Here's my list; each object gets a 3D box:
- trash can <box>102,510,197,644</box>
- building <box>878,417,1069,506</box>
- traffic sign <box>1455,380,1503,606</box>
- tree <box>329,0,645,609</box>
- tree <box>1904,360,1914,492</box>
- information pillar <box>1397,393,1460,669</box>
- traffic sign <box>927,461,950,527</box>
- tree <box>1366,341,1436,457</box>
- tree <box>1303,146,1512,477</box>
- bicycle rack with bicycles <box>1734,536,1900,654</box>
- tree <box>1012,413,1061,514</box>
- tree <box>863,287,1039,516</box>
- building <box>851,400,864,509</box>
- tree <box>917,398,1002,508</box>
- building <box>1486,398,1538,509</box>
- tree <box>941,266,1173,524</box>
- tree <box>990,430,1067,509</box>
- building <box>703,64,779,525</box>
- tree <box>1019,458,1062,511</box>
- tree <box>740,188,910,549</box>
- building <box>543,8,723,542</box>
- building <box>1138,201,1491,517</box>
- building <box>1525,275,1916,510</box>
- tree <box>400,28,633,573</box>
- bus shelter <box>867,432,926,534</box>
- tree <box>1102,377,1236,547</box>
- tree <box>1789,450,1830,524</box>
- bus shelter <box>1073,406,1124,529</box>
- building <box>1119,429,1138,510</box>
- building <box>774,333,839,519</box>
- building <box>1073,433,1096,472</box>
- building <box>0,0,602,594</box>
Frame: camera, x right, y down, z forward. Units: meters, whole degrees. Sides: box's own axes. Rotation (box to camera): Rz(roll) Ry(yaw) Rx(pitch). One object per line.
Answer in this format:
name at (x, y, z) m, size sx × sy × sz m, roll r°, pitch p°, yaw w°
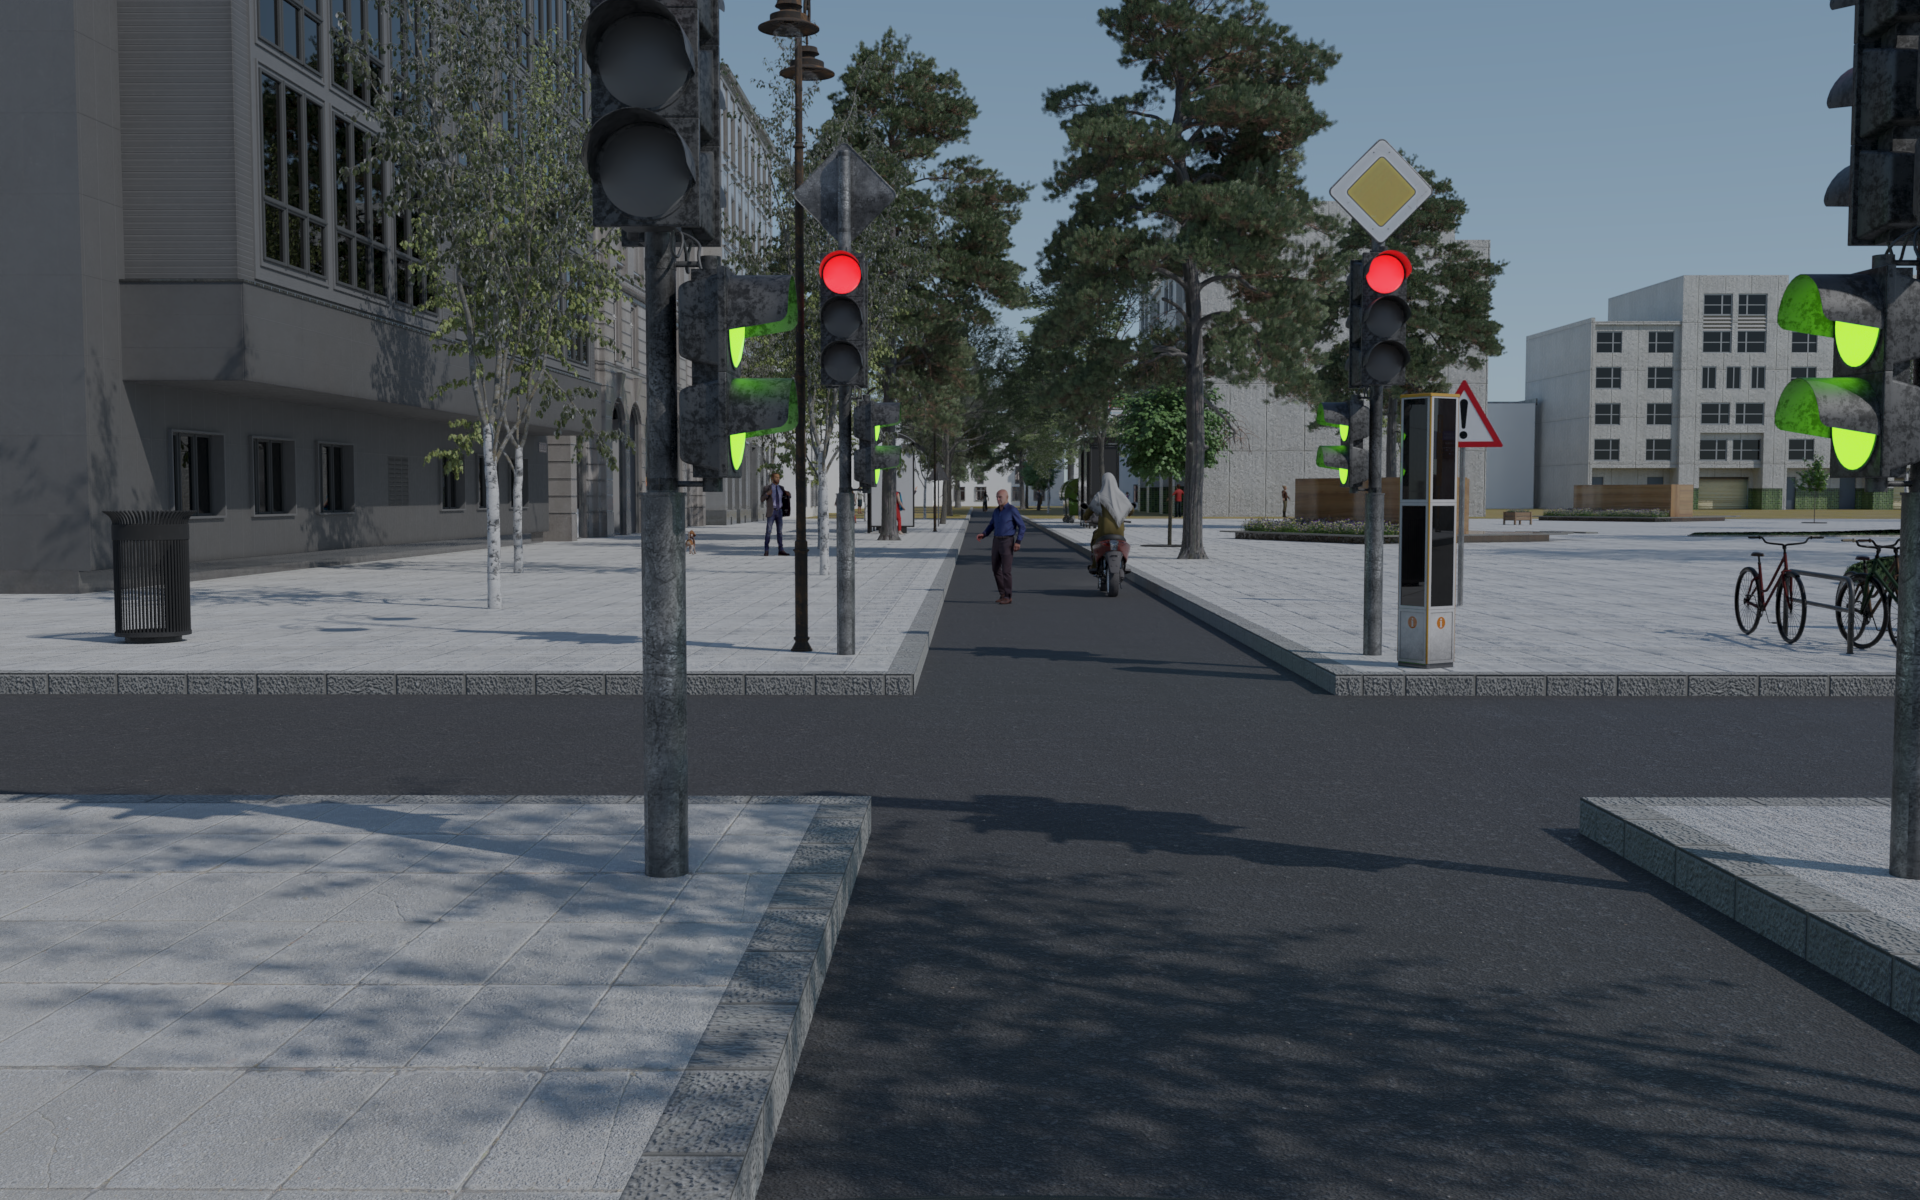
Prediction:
trash can at (-7.005, -0.206, 15.014) m, size 0.748 × 1.137 × 0.748 m, roll 0°, pitch 3°, yaw 0°
building at (-2.753, -14.894, 185.659) m, size 28.070 × 9.664 × 9.099 m, roll 0°, pitch 4°, yaw 1°
traffic sign at (5.746, -1.213, 19.833) m, size 0.884 × 2.594 × 0.081 m, roll 0°, pitch 4°, yaw 4°
tree at (-5.040, -4.195, 18.951) m, size 4.360 × 8.622 × 3.978 m, roll 0°, pitch 3°, yaw 0°
tree at (34.154, -6.868, 62.655) m, size 4.360 × 8.622 × 3.978 m, roll 0°, pitch 3°, yaw 0°
information pillar at (3.460, -0.509, 12.815) m, size 0.304 × 2.012 × 0.304 m, roll -2°, pitch 4°, yaw -32°
traffic sign at (-0.845, -4.159, 68.003) m, size 0.884 × 2.594 × 0.081 m, roll 0°, pitch 4°, yaw 1°
tree at (20.099, -7.795, 77.804) m, size 4.737 × 8.622 × 4.395 m, roll 0°, pitch 3°, yaw 0°
tree at (16.265, -9.588, 64.188) m, size 7.806 × 13.903 × 7.818 m, roll 0°, pitch 3°, yaw 0°
bicycle rack with bicycles at (8.004, -0.065, 14.451) m, size 2.852 × 0.926 × 2.925 m, roll 1°, pitch 4°, yaw 11°
tree at (5.513, -9.906, 112.319) m, size 4.360 × 8.622 × 3.978 m, roll 0°, pitch 3°, yaw 0°
tree at (-0.632, -11.559, 99.359) m, size 12.009 × 13.543 × 11.850 m, roll 0°, pitch 3°, yaw 0°
building at (-12.566, -11.585, 131.562) m, size 9.099 × 9.664 × 28.070 m, roll 0°, pitch 4°, yaw 1°
tree at (-0.249, -15.562, 161.089) m, size 9.857 × 13.997 × 8.962 m, roll 0°, pitch 3°, yaw 0°
building at (36.541, -12.887, 152.853) m, size 28.070 × 9.664 × 9.099 m, roll 0°, pitch 4°, yaw 1°
tree at (4.481, -7.534, 57.590) m, size 7.601 × 10.594 × 8.767 m, roll -1°, pitch 4°, yaw -20°
tree at (5.715, -13.750, 150.566) m, size 9.928 × 11.665 × 9.643 m, roll 0°, pitch 3°, yaw 0°
building at (-14.128, -14.063, 79.082) m, size 9.793 × 20.994 × 18.267 m, roll 0°, pitch 4°, yaw 1°
tree at (6.300, -9.273, 135.325) m, size 4.285 × 4.588 × 4.351 m, roll 0°, pitch 3°, yaw 0°
tree at (-3.242, -5.510, 40.451) m, size 4.737 × 8.622 × 4.395 m, roll 0°, pitch 3°, yaw 0°
building at (-16.228, -13.206, 57.710) m, size 13.314 × 21.916 × 24.055 m, roll 0°, pitch 4°, yaw 1°
building at (21.521, -15.093, 113.226) m, size 16.747 × 18.905 × 31.486 m, roll 0°, pitch 4°, yaw 1°
building at (66.823, -17.242, 148.368) m, size 31.486 × 18.905 × 16.747 m, roll 0°, pitch 4°, yaw 1°
tree at (-7.185, -4.753, 28.081) m, size 4.737 × 8.622 × 4.395 m, roll 0°, pitch 3°, yaw 0°
bus shelter at (-2.234, -3.965, 58.746) m, size 2.014 × 3.302 × 5.546 m, roll 0°, pitch 4°, yaw 1°
tree at (5.057, -3.587, 42.355) m, size 4.285 × 4.588 × 4.351 m, roll 0°, pitch 3°, yaw 0°
tree at (37.523, -4.973, 75.913) m, size 1.663 × 3.219 × 1.824 m, roll 0°, pitch 3°, yaw 0°
bus shelter at (5.592, -5.522, 67.916) m, size 2.179 × 5.291 × 8.768 m, roll 0°, pitch 4°, yaw 1°
building at (17.351, -12.301, 143.274) m, size 9.099 × 9.664 × 28.070 m, roll 0°, pitch 4°, yaw 1°
building at (-12.818, -9.871, 103.546) m, size 9.099 × 9.664 × 28.070 m, roll 0°, pitch 4°, yaw 1°
building at (25.315, -14.875, 185.353) m, size 28.070 × 9.664 × 9.099 m, roll 0°, pitch 4°, yaw 1°
building at (-16.489, -14.664, 33.261) m, size 14.314 × 27.812 × 24.014 m, roll 0°, pitch 4°, yaw 1°
